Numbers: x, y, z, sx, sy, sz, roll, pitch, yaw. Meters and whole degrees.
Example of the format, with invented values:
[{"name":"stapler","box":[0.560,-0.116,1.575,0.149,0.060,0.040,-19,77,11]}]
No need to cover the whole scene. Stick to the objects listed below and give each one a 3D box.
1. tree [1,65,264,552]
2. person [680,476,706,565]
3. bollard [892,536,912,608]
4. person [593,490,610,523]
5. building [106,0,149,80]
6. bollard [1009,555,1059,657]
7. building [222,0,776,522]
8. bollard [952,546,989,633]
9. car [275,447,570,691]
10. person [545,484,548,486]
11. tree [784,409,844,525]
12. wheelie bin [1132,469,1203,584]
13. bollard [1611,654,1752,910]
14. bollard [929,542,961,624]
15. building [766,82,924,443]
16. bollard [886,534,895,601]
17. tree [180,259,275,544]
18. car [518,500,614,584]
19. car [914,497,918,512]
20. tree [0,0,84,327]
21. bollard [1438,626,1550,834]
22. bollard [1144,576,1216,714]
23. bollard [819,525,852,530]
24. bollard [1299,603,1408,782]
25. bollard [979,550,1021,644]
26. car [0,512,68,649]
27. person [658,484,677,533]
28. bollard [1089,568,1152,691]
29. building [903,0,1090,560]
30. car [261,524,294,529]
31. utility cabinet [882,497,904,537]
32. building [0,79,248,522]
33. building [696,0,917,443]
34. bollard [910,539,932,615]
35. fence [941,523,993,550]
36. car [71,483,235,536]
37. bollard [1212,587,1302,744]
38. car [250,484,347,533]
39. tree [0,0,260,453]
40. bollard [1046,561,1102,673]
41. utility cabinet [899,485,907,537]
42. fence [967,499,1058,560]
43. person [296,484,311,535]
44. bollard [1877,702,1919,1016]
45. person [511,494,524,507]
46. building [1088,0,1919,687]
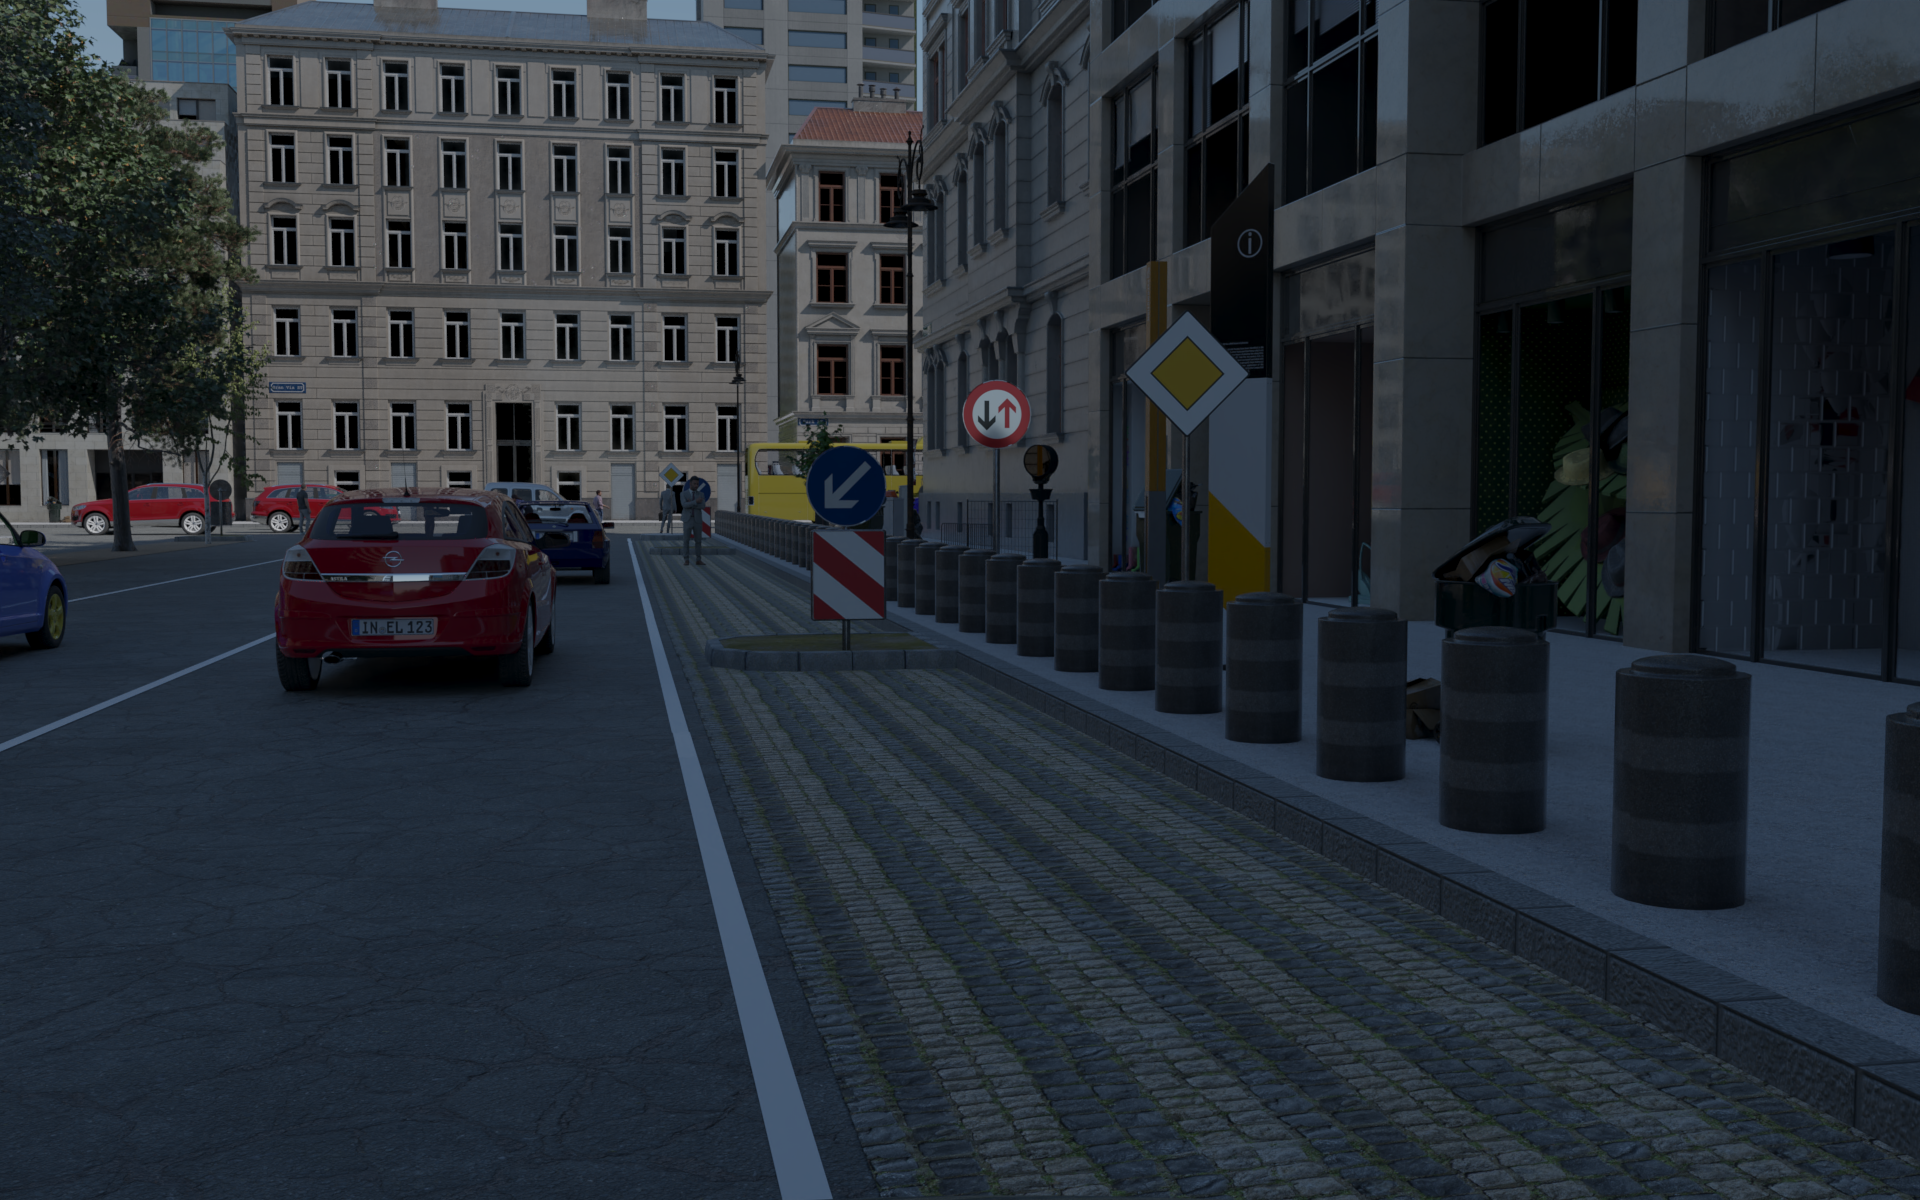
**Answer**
[{"name":"tree","box":[-20.960,-7.236,42.823,6.751,12.117,7.091,0,3,0]},{"name":"person","box":[-5.328,-1.589,34.660,0.511,1.800,0.466,-3,4,-36]},{"name":"bollard","box":[-0.512,-0.304,19.690,0.404,0.777,0.398,0,3,0]},{"name":"person","box":[-13.522,-3.333,64.952,0.963,1.587,0.435,3,5,45]},{"name":"building","box":[-61.167,-30.283,145.232,14.600,45.320,14.200,-1,4,-11]},{"name":"bollard","box":[0.653,0.057,13.792,0.404,0.777,0.398,0,3,0]},{"name":"building","box":[-22.350,-17.748,87.448,25.104,27.353,12.463,-1,4,-11]},{"name":"bollard","box":[0.187,-0.088,16.150,0.404,0.777,0.398,0,3,0]},{"name":"car","box":[-4.320,-0.316,14.200,2.155,1.783,4.494,-1,4,-10]},{"name":"person","box":[-16.216,-3.610,67.617,0.391,1.810,0.635,0,4,2]},{"name":"tree","box":[-3.110,-2.756,39.659,1.663,3.219,1.824,0,3,0]},{"name":"wheelie bin","box":[2.617,-0.853,21.860,0.693,1.594,0.980,-2,4,-34]},{"name":"bollard","box":[2.293,0.563,5.510,0.404,0.777,0.398,0,3,0]},{"name":"bollard","box":[-0.049,-0.160,17.332,0.404,0.777,0.398,0,3,0]},{"name":"building","box":[0.651,-15.613,91.423,21.152,22.565,11.583,-1,4,-11]},{"name":"bollard","box":[-0.752,-0.377,20.877,0.404,0.777,0.398,0,3,0]},{"name":"tree","box":[-21.310,-5.871,48.806,4.737,8.622,4.395,0,3,0]},{"name":"car","box":[-6.705,-0.987,28.713,1.945,1.354,3.894,-1,4,-13]},{"name":"car","box":[-0.448,-3.272,66.074,3.894,1.354,1.945,-1,4,-10]},{"name":"tree","box":[-17.346,-7.058,24.510,9.857,13.997,8.962,0,3,0]},{"name":"bollard","box":[2.064,0.490,6.699,0.404,0.777,0.398,0,3,0]},{"name":"bollard","box":[1.356,0.273,10.251,0.404,0.777,0.398,0,3,0]},{"name":"bollard","box":[-1.927,-0.740,26.813,0.404,0.777,0.398,0,3,0]},{"name":"bollard","box":[1.826,0.418,7.877,0.404,0.777,0.398,0,3,0]},{"name":"bollard","box":[0.420,-0.016,14.971,0.404,0.777,0.398,0,3,0]},{"name":"car","box":[-9.013,-0.321,14.847,1.945,1.707,3.694,-1,4,-11]},{"name":"person","box":[-10.101,-3.132,59.824,0.709,1.813,0.853,1,4,9]},{"name":"bollard","box":[1.116,0.201,11.434,0.404,0.777,0.398,0,3,0]},{"name":"building","box":[7.032,-15.521,41.163,14.401,28.519,23.554,-1,4,-11]},{"name":"car","box":[-25.880,-3.585,70.413,4.920,1.459,2.131,-1,4,-10]},{"name":"utility cabinet","box":[-1.554,-1.445,34.792,0.306,1.237,1.020,-3,5,-43]},{"name":"building","box":[-42.858,-13.932,82.546,16.860,20.320,10.420,-1,4,-11]},{"name":"building","box":[-14.850,-38.285,167.954,21.231,58.520,28.212,-1,4,-11]},{"name":"bollard","box":[-0.281,-0.232,18.511,0.404,0.777,0.398,0,3,0]},{"name":"fence","box":[0.159,-1.229,35.477,0.278,0.683,2.069,-2,4,-34]},{"name":"car","box":[-28.453,-3.207,61.104,5.304,1.827,2.281,-1,4,-12]},{"name":"bollard","box":[1.591,0.346,9.064,0.404,0.777,0.398,0,3,0]},{"name":"car","box":[-23.670,-3.428,64.715,5.304,1.827,2.281,-1,4,-11]},{"name":"tree","box":[-19.374,-7.015,34.154,9.611,12.733,9.660,0,3,0]},{"name":"bollard","box":[0.887,0.129,12.613,0.404,0.777,0.398,0,3,0]},{"name":"utility cabinet","box":[-1.257,-1.899,39.734,0.318,1.500,1.173,0,4,-4]},{"name":"fence","box":[0.880,-1.137,29.792,2.264,1.192,0.480,3,5,44]},{"name":"person","box":[-23.195,-3.223,61.329,0.598,1.807,0.434,3,5,44]},{"name":"bollard","box":[2.529,0.635,4.332,0.404,0.777,0.398,0,3,0]},{"name":"person","box":[-14.225,-2.726,56.300,0.697,1.427,0.421,-1,4,-11]},{"name":"building","box":[14.856,-12.777,13.415,19.350,26.468,34.151,-1,4,-11]}]
